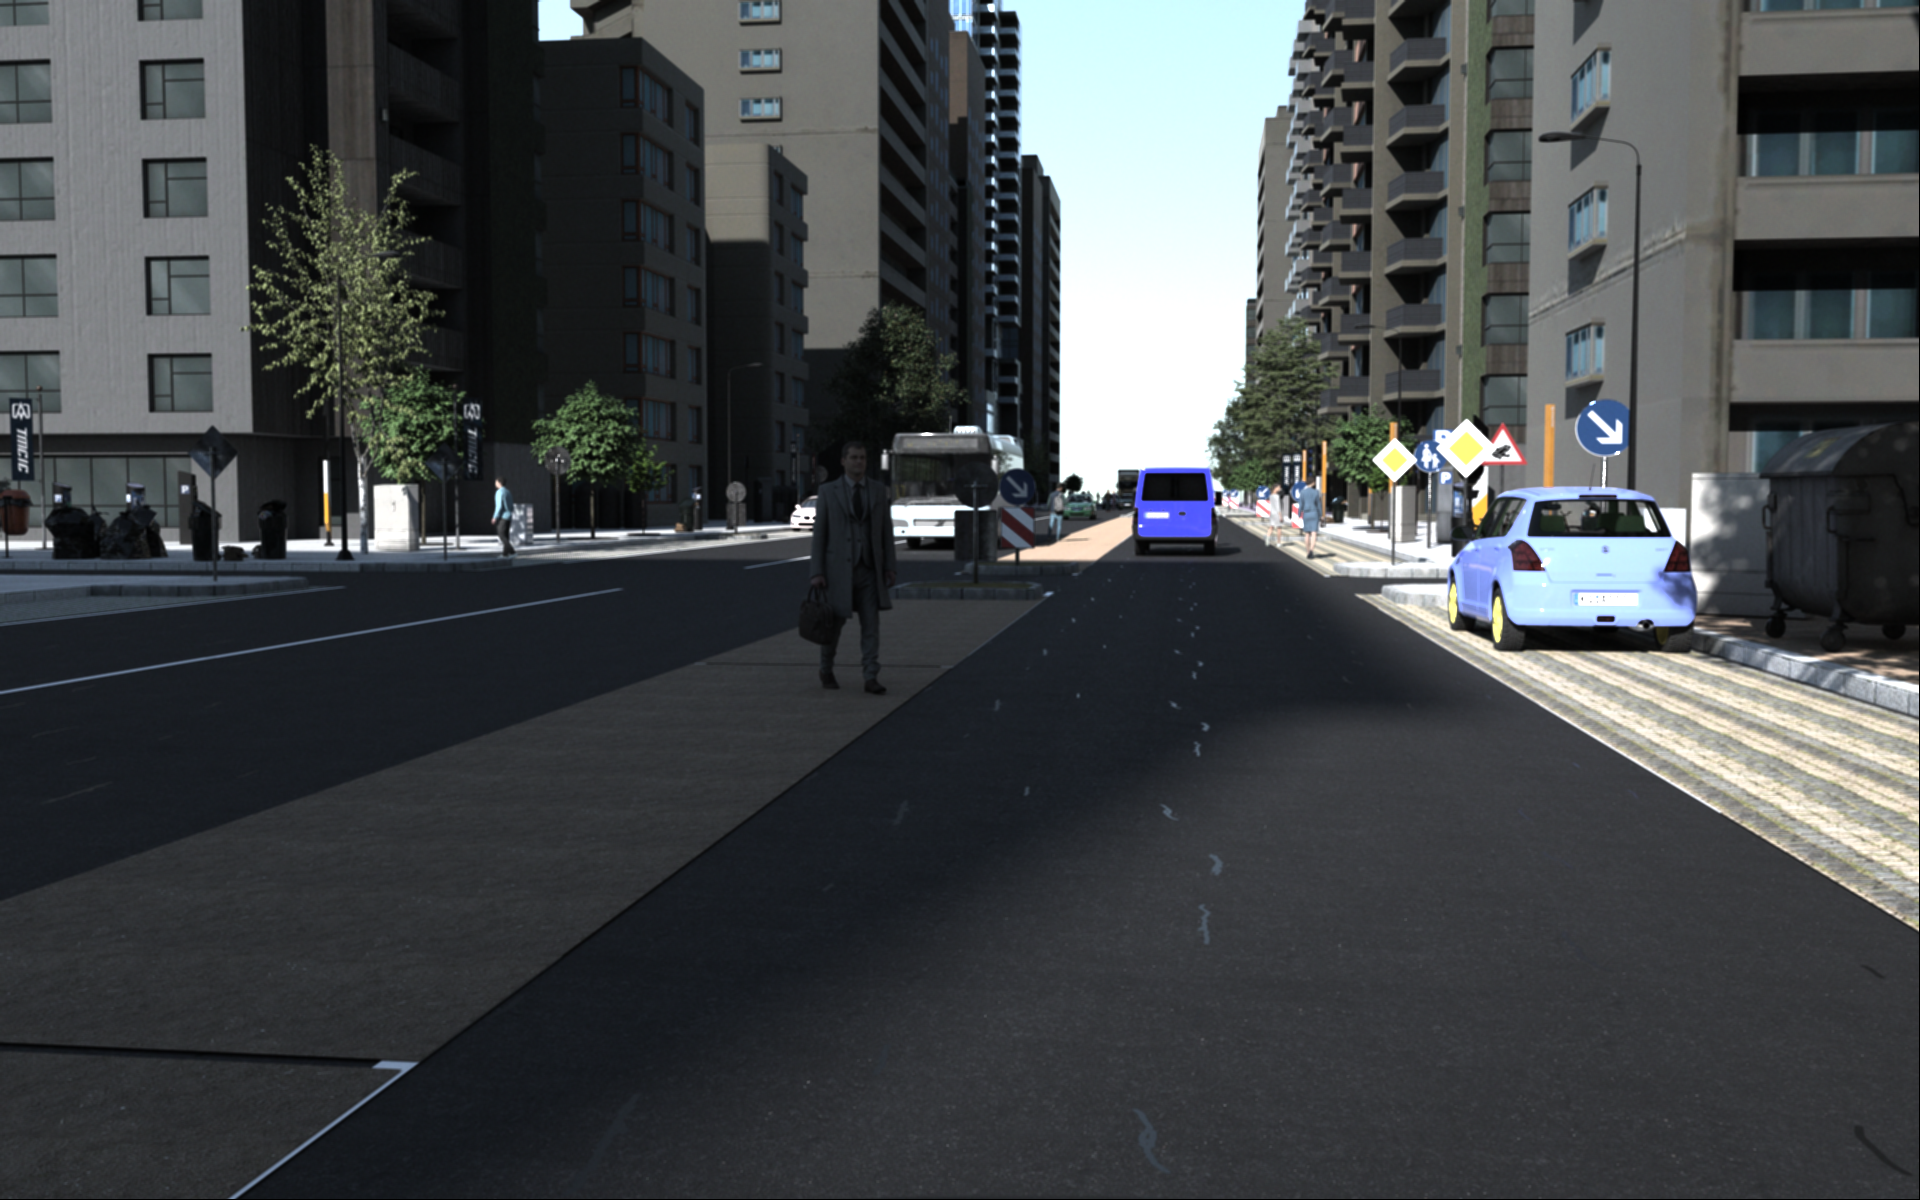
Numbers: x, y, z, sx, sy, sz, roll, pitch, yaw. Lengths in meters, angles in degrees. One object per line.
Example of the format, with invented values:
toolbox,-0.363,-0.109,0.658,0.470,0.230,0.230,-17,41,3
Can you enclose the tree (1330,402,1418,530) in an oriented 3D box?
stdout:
tree,14.735,-4.781,61.889,4.285,4.588,4.351,0,3,0

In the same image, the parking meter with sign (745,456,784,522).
parking meter with sign,-8.989,-5.100,79.649,1.738,3.016,0.543,-1,4,-15

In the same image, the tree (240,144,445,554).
tree,-12.773,-5.274,36.588,4.737,8.622,4.395,0,3,0

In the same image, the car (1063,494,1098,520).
car,6.682,-5.224,97.209,2.131,1.459,4.920,0,4,7

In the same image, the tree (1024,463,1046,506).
tree,7.291,-11.995,179.825,4.285,4.588,4.351,0,3,0

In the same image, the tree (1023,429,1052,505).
tree,8.658,-14.994,195.507,4.737,8.622,4.395,0,3,0

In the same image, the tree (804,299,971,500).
tree,-3.947,-11.305,101.848,9.611,12.733,9.660,0,3,0

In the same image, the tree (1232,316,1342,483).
tree,20.922,-11.790,110.898,7.486,12.596,7.792,0,3,0

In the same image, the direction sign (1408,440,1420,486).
direction sign,19.075,-4.945,72.850,0.876,3.537,0.379,-3,5,-44

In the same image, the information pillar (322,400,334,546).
information pillar,-15.642,-3.146,42.795,0.183,3.616,0.504,-1,4,-12

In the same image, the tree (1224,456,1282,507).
tree,23.782,-9.323,136.146,4.285,4.588,4.351,0,3,0

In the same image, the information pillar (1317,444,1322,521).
information pillar,16.875,-5.497,81.231,0.183,3.616,0.504,3,5,42

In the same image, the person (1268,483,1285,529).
person,13.048,-3.877,71.244,0.474,1.900,0.648,-3,5,-42

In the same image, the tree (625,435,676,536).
tree,-9.941,-3.625,53.877,1.663,3.219,1.824,0,3,0

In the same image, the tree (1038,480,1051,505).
tree,9.902,-13.109,208.939,1.663,3.219,1.824,0,3,0

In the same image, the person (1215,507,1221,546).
person,6.951,-2.128,47.569,0.425,1.301,0.394,0,4,7

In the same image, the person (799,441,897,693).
person,-0.784,-0.239,12.510,0.694,1.812,0.767,-1,4,-21

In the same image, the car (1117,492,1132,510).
car,15.225,-8.969,156.431,2.009,1.686,4.222,1,4,9

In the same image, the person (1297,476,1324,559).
person,7.662,-1.801,37.972,0.581,1.822,0.654,2,4,25

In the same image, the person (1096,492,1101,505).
person,18.235,-13.375,227.703,0.721,1.766,1.217,2,4,33

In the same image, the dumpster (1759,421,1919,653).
dumpster,7.662,-0.540,14.584,1.264,1.857,1.865,0,4,8

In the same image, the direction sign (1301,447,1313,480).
direction sign,16.682,-5.590,83.398,0.876,3.537,0.379,-3,5,-42

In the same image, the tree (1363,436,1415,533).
tree,13.957,-3.836,57.328,1.663,3.219,1.824,0,3,0

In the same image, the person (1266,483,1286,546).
person,8.563,-2.310,47.022,0.466,1.731,0.760,2,4,33

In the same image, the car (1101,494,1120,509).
car,14.613,-9.464,166.539,2.131,1.459,4.920,0,4,6

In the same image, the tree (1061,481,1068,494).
tree,14.181,-14.899,238.194,1.663,3.219,1.824,0,3,0

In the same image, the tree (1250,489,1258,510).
tree,24.079,-8.932,140.632,1.663,3.219,1.824,0,3,0

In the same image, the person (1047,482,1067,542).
person,2.908,-2.634,51.912,0.623,1.781,0.721,1,4,14

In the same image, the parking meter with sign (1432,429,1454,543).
parking meter with sign,12.863,-3.044,46.027,0.543,3.016,1.738,1,4,12

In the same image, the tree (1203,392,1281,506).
tree,31.947,-16.939,193.958,9.611,12.733,9.660,0,3,0

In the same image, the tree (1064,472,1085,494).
tree,16.805,-16.600,255.127,4.285,4.588,4.351,0,3,0

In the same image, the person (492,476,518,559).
person,-9.916,-1.792,37.816,0.620,1.820,0.660,0,4,8

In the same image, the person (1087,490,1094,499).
person,12.358,-9.671,166.759,1.348,1.807,0.705,-1,4,-19

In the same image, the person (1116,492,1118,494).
person,20.971,-13.519,230.050,0.721,1.766,1.217,0,4,0

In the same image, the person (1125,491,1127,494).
person,17.526,-10.591,182.215,0.434,1.755,0.990,-1,4,-10

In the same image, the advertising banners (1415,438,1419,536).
advertising banners,14.237,-3.535,53.988,0.090,3.025,2.074,1,4,18

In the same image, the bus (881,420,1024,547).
bus,0.096,-3.324,49.204,2.948,3.499,13.247,0,4,6

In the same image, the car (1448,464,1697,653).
car,5.843,-0.446,16.890,1.945,1.707,3.694,0,4,6

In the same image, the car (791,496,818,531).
car,-5.270,-3.364,67.361,2.083,1.381,4.827,0,4,8

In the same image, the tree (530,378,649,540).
tree,-10.361,-4.002,49.148,4.285,4.588,4.351,0,3,0

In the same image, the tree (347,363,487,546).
tree,-13.599,-3.657,43.505,4.285,4.588,4.351,0,3,0

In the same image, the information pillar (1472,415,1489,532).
information pillar,15.335,-3.655,51.112,0.504,3.616,0.183,-1,4,-16

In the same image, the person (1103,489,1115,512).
person,12.144,-8.148,141.735,1.348,1.821,0.705,-3,4,-36

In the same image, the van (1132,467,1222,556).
van,5.235,-2.297,41.944,2.240,2.365,5.245,0,4,8

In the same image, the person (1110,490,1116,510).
person,13.533,-8.857,153.754,0.568,1.767,0.683,2,4,25

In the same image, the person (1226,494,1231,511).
person,21.761,-7.820,139.586,0.991,1.433,0.599,-3,5,-42
